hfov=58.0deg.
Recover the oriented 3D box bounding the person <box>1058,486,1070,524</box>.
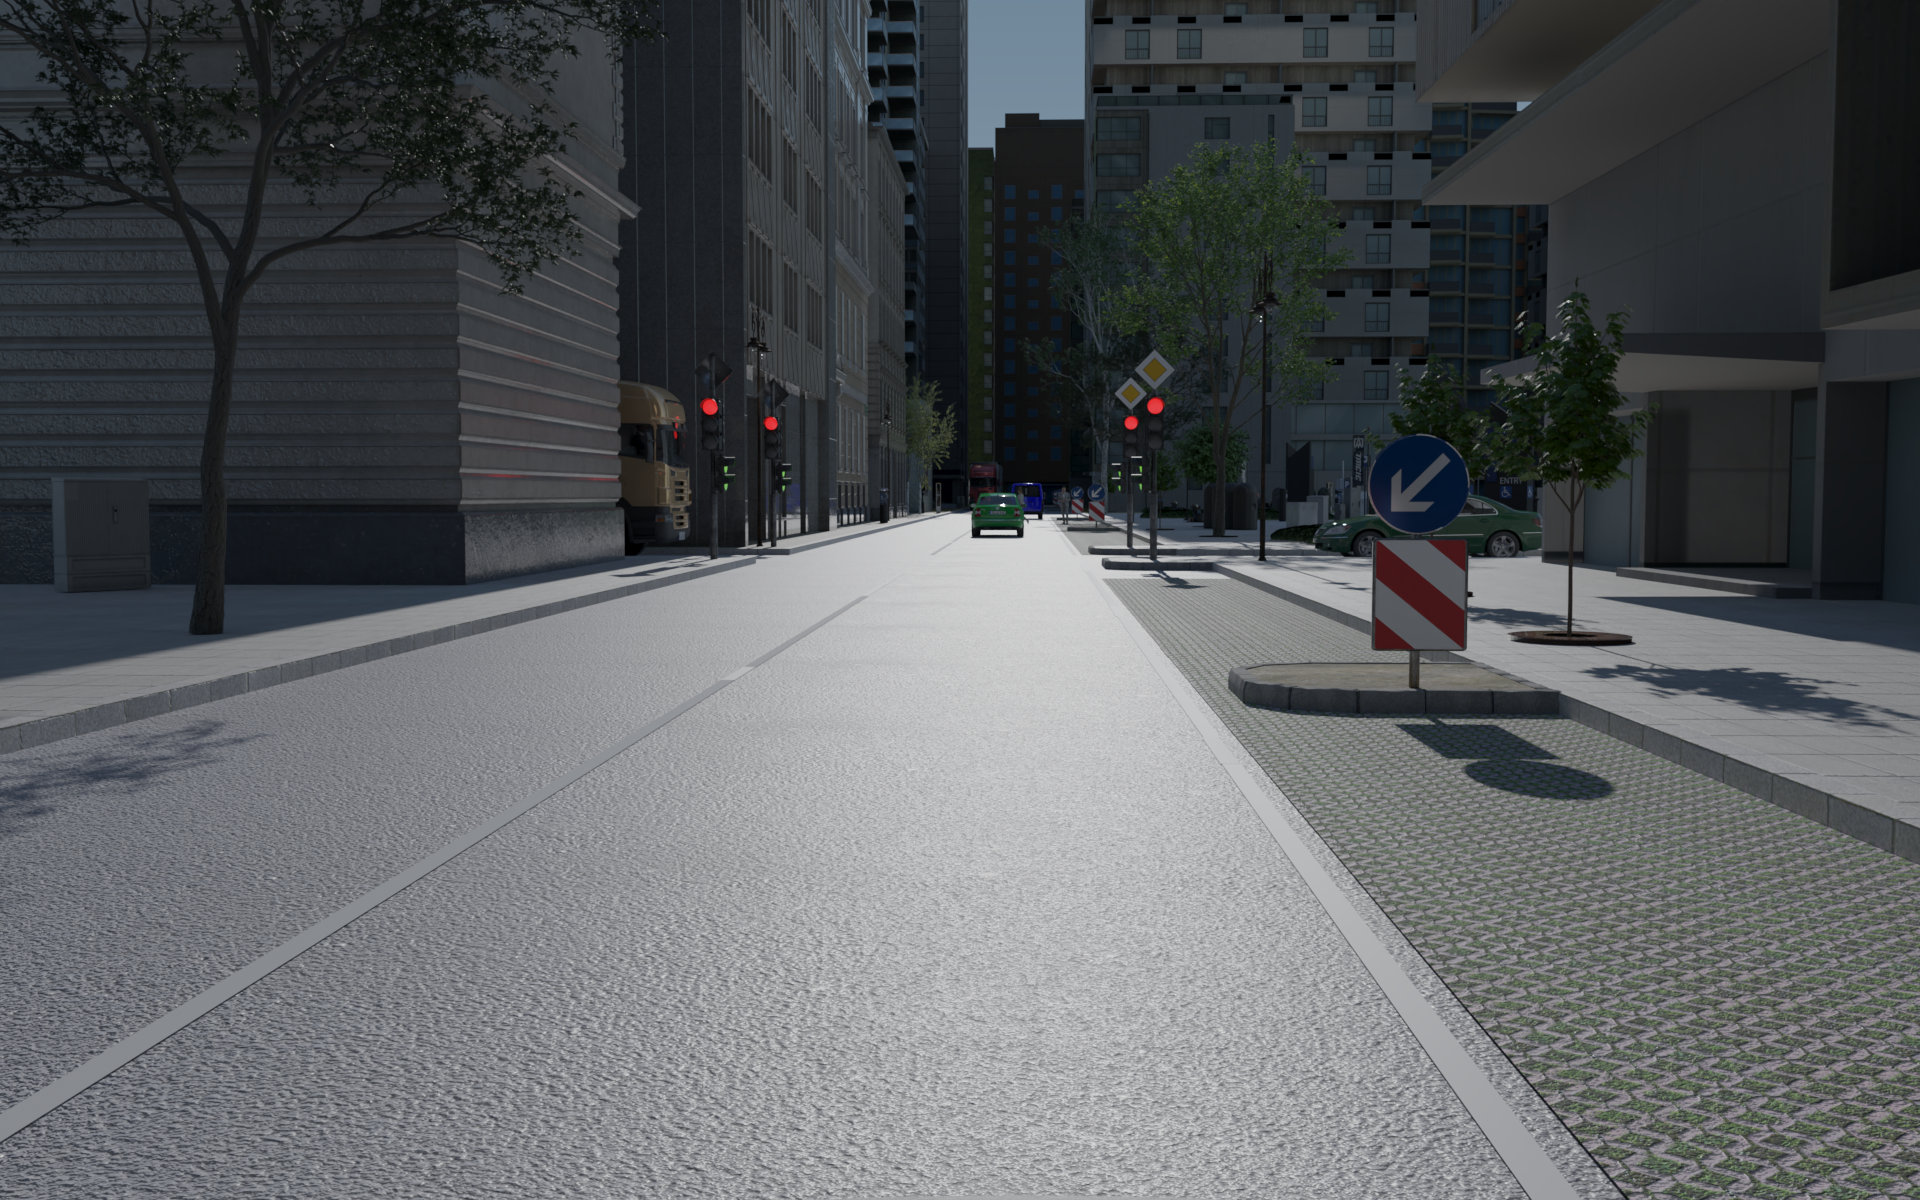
[{"bbox_3d":[4.998,-4.562,83.294,0.606,1.804,0.583,1,4,10],"label":"person"}]

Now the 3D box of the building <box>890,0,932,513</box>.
[{"bbox_3d":[-13.010,-50.069,131.301,22.319,86.520,31.000,0,4,2],"label":"building"}]

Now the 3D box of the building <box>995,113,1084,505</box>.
[{"bbox_3d":[11.406,-34.048,206.796,14.200,45.320,14.600,0,4,2],"label":"building"}]

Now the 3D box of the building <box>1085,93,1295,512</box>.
[{"bbox_3d":[16.879,-21.848,128.919,14.160,30.474,14.107,0,4,2],"label":"building"}]

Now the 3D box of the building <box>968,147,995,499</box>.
[{"bbox_3d":[-2.728,-32.039,207.430,14.086,41.232,14.154,0,4,2],"label":"building"}]

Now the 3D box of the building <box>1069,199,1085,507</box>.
[{"bbox_3d":[17.842,-24.434,171.193,14.160,30.474,14.107,0,4,2],"label":"building"}]

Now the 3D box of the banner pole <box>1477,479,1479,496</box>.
[{"bbox_3d":[30.502,-6.845,101.940,0.401,3.779,0.863,1,4,17],"label":"banner pole"}]

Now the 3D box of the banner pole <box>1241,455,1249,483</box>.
[{"bbox_3d":[17.763,-7.207,107.853,0.863,3.779,0.401,-3,5,-44],"label":"banner pole"}]

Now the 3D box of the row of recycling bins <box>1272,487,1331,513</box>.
[{"bbox_3d":[20.744,-6.003,105.258,3.534,1.692,1.069,1,4,15],"label":"row of recycling bins"}]

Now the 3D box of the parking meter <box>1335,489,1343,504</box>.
[{"bbox_3d":[18.006,-4.523,82.359,0.372,1.533,0.369,0,3,0],"label":"parking meter"}]

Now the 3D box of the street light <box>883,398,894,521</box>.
[{"bbox_3d":[-3.417,-6.704,82.404,0.468,5.910,1.993,0,4,2],"label":"street light"}]

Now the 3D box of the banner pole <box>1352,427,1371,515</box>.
[{"bbox_3d":[14.959,-4.550,64.413,0.863,3.779,0.401,-1,4,-11],"label":"banner pole"}]

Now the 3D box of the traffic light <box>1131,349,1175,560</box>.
[{"bbox_3d":[3.763,-2.742,33.760,0.839,4.253,0.868,0,4,2],"label":"traffic light"}]

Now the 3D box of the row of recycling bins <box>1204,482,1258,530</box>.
[{"bbox_3d":[9.782,-3.412,62.902,1.069,1.692,3.534,-1,4,-14],"label":"row of recycling bins"}]

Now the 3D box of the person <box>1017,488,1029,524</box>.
[{"bbox_3d":[2.836,-4.363,80.592,0.760,1.731,0.466,0,4,-5],"label":"person"}]

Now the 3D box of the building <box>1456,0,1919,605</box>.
[{"bbox_3d":[21.442,-26.231,18.118,28.713,52.752,27.495,0,4,2],"label":"building"}]

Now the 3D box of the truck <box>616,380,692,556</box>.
[{"bbox_3d":[-10.955,-2.984,37.702,11.283,4.237,2.839,0,4,4],"label":"truck"}]

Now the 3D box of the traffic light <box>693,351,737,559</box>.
[{"bbox_3d":[-4.842,-2.763,34.090,0.839,4.253,0.868,0,4,2],"label":"traffic light"}]

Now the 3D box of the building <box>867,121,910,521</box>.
[{"bbox_3d":[-8.105,-14.788,90.930,9.793,20.994,18.267,0,4,2],"label":"building"}]

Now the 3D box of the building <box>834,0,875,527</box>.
[{"bbox_3d":[-10.840,-17.451,71.234,13.634,28.700,20.117,0,4,2],"label":"building"}]

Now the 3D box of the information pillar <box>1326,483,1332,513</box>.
[{"bbox_3d":[23.743,-6.542,111.460,0.304,2.012,0.304,-1,4,-19],"label":"information pillar"}]

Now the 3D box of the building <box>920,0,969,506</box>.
[{"bbox_3d":[-9.722,-45.484,181.918,20.611,71.187,20.563,0,4,2],"label":"building"}]

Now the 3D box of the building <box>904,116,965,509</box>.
[{"bbox_3d":[-15.881,-28.649,160.298,32.217,40.220,23.993,0,4,2],"label":"building"}]

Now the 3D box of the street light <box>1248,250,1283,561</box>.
[{"bbox_3d":[5.807,-3.688,33.089,0.468,5.910,1.993,0,4,2],"label":"street light"}]

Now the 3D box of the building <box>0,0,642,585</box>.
[{"bbox_3d":[-15.980,-12.225,28.750,19.941,23.489,11.050,0,4,2],"label":"building"}]

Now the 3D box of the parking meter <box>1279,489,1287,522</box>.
[{"bbox_3d":[15.069,-4.427,80.792,0.372,1.533,0.369,0,3,0],"label":"parking meter"}]

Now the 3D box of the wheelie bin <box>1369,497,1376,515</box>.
[{"bbox_3d":[19.775,-4.549,82.280,0.980,1.594,0.693,2,4,25],"label":"wheelie bin"}]

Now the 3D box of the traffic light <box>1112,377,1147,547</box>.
[{"bbox_3d":[4.085,-3.230,41.738,0.839,4.253,0.868,0,4,2],"label":"traffic light"}]

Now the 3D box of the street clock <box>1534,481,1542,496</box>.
[{"bbox_3d":[23.469,-4.017,70.251,0.358,2.002,0.471,2,4,34],"label":"street clock"}]

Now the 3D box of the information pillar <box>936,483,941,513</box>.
[{"bbox_3d":[-1.446,-6.805,115.758,0.304,2.012,0.304,0,4,-4],"label":"information pillar"}]

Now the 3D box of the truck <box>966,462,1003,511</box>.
[{"bbox_3d":[2.295,-10.077,153.668,2.839,4.237,11.283,0,4,4],"label":"truck"}]

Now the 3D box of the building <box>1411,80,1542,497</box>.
[{"bbox_3d":[43.555,-32.112,179.662,28.867,44.769,22.147,0,4,2],"label":"building"}]

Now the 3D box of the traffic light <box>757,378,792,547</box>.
[{"bbox_3d":[-4.520,-3.251,42.068,0.839,4.253,0.868,0,4,2],"label":"traffic light"}]

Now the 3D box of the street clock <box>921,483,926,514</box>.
[{"bbox_3d":[-2.476,-6.702,114.145,0.471,2.002,0.358,-3,5,-45],"label":"street clock"}]

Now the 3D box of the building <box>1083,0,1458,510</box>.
[{"bbox_3d":[24.469,-34.219,148.712,28.713,52.752,27.495,0,4,2],"label":"building"}]

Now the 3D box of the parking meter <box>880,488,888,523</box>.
[{"bbox_3d":[-3.374,-4.180,76.749,0.372,1.533,0.369,0,3,0],"label":"parking meter"}]

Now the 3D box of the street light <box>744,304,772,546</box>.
[{"bbox_3d":[-4.914,-4.253,42.328,0.468,5.910,1.993,0,4,2],"label":"street light"}]

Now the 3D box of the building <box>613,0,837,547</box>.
[{"bbox_3d":[-10.795,-14.271,51.348,12.078,24.808,19.932,0,4,2],"label":"building"}]
